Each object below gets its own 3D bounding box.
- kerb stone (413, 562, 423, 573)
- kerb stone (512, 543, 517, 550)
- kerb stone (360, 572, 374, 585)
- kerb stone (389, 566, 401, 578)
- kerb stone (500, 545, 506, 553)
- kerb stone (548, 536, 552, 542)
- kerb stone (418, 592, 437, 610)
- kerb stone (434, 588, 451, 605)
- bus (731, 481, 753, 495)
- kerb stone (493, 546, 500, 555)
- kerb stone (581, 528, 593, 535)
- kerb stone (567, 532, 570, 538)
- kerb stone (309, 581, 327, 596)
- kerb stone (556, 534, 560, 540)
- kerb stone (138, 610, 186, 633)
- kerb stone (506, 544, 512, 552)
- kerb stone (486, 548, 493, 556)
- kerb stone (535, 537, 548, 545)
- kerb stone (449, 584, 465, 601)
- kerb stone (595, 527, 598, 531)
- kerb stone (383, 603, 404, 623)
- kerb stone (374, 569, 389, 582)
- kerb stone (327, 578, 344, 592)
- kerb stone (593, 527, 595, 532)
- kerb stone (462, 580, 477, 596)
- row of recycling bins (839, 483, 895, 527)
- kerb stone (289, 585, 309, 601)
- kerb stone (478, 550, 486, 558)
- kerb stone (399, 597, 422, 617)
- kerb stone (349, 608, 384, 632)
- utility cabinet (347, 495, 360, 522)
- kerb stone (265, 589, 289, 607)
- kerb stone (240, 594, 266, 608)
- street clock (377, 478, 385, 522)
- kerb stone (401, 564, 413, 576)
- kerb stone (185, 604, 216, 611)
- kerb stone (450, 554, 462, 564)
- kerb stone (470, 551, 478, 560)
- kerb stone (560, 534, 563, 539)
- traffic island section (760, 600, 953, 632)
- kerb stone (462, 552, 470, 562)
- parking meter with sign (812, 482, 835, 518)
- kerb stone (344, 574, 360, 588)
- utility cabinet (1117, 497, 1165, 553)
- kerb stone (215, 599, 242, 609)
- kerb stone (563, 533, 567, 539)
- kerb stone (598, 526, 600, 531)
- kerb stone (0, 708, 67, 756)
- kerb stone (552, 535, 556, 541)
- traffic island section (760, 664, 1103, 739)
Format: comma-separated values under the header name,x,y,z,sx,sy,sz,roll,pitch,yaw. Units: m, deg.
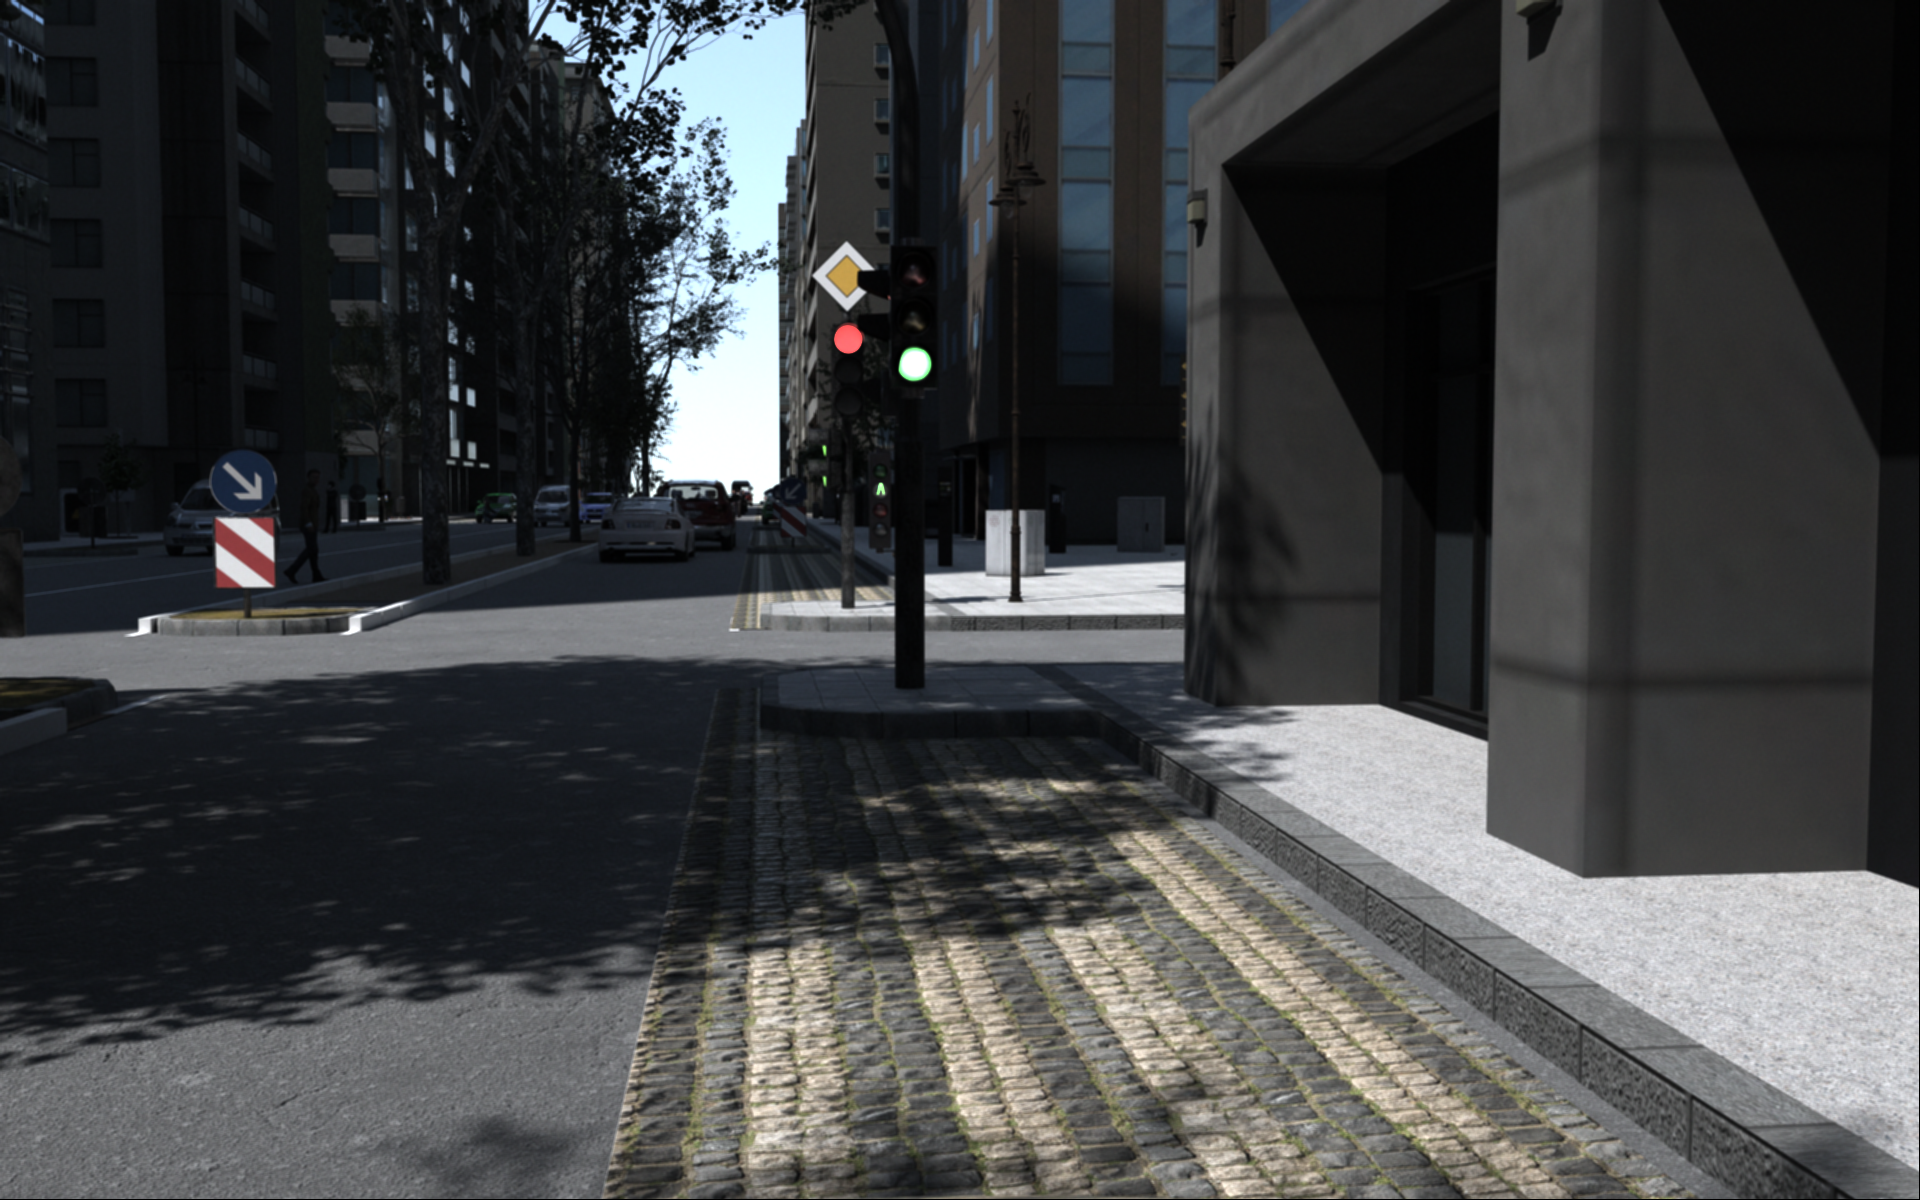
name,x,y,z,sx,sy,sz,roll,pitch,yaw
kerb stone,-9.966,-0.570,31.567,0.120,0.150,1.000,0,4,-7
kerb stone,-11.378,-1.321,43.796,0.120,0.150,1.000,0,4,-7
kerb stone,-9.507,-0.323,27.484,0.120,0.150,1.000,0,4,-7
kerb stone,-9.739,-0.447,29.528,0.120,0.150,1.000,0,4,-7
kerb stone,-11.141,-1.195,41.739,0.120,0.150,1.000,0,4,-7
kerb stone,-12.201,-1.750,50.947,0.120,0.150,1.000,0,4,-7
kerb stone,-6.710,0.037,21.595,0.120,0.150,1.000,0,4,-7
kerb stone,-6.835,-0.026,22.613,0.120,0.150,1.000,0,4,-7
bus,-30.788,-15.266,244.456,2.948,3.499,13.247,0,4,-6
kerb stone,-11.020,-1.126,40.718,0.120,0.150,1.000,0,4,-7
kerb stone,-13.602,-2.505,63.157,0.120,0.150,1.000,0,4,-7
kerb stone,-12.789,-2.064,56.026,0.120,0.150,1.000,0,4,-7
kerb stone,-9.149,-0.133,24.434,0.120,0.150,1.000,0,4,-7
kerb stone,-12.430,-1.883,52.980,0.120,0.150,1.000,0,4,-7
kerb stone,-8.446,0.237,18.315,0.120,0.150,1.000,0,4,-7
kerb stone,-11.268,-1.258,42.769,0.120,0.150,1.000,0,4,-7
kerb stone,-10.908,-1.062,39.702,0.120,0.150,1.000,0,4,-7
kerb stone,-12.085,-1.694,49.927,0.120,0.150,1.000,0,4,-7
kerb stone,-6.942,-0.088,23.632,0.120,0.150,1.000,0,4,-7
kerb stone,-13.848,-2.630,65.193,0.120,0.150,1.000,0,4,-7
kerb stone,-6.476,0.166,19.557,0.120,0.150,1.000,0,4,-7
kerb stone,-9.616,-0.383,28.501,0.120,0.150,1.000,0,4,-7
kerb stone,-9.275,-0.199,25.448,0.120,0.150,1.000,0,4,-7
kerb stone,-13.728,-2.568,64.179,0.120,0.150,1.000,0,4,-7
kerb stone,-7.062,-0.150,24.652,0.120,0.150,1.000,0,4,-7
row of recycling bins,-3.574,-3.746,68.360,1.069,1.692,3.534,-3,5,-40
kerb stone,-9.033,-0.074,23.412,0.120,0.150,1.000,0,4,-7
kerb stone,-10.791,-1.008,38.678,0.120,0.150,1.000,0,4,-7
kerb stone,-6.586,0.099,20.573,0.120,0.150,1.000,0,4,-7
kerb stone,-6.361,0.224,18.541,0.120,0.150,1.000,0,4,-7
utility cabinet,-27.772,-4.171,79.361,0.306,1.237,1.020,0,4,-6
kerb stone,-8.911,-0.012,22.392,0.120,0.150,1.000,0,4,-7
kerb stone,-8.799,0.052,21.370,0.120,0.150,1.000,0,4,-7
street clock,-26.175,-4.509,78.290,0.358,2.002,0.471,0,4,-6
kerb stone,-9.849,-0.511,30.551,0.120,0.150,1.000,0,4,-7
kerb stone,-8.558,0.175,19.336,0.120,0.150,1.000,0,4,-7
kerb stone,-10.440,-0.822,35.630,0.120,0.150,1.000,0,4,-7
kerb stone,-10.676,-0.946,37.662,0.120,0.150,1.000,0,4,-7
kerb stone,-12.559,-1.943,53.994,0.120,0.150,1.000,0,4,-7
traffic island section,-1.234,0.173,19.454,2.009,0.180,2.903,0,4,-7
kerb stone,-10.560,-0.877,36.648,0.120,0.150,1.000,0,4,-7
parking meter with sign,-6.934,-5.829,91.564,1.738,3.016,0.543,0,4,-4
kerb stone,-9.384,-0.261,26.464,0.120,0.150,1.000,0,4,-7
utility cabinet,3.982,-1.650,38.139,1.020,1.237,0.306,2,4,26
kerb stone,-8.677,0.113,20.352,0.120,0.150,1.000,0,4,-7
kerb stone,-12.672,-2.007,55.010,0.120,0.150,1.000,0,4,-7
kerb stone,-13.964,-2.692,66.209,0.120,0.150,1.000,0,4,-7
kerb stone,-5.363,0.753,9.892,0.120,0.150,1.000,0,4,-7
kerb stone,-12.314,-1.821,51.962,0.120,0.150,1.000,0,4,-7
traffic island section,-0.321,0.658,11.521,2.009,0.180,2.903,0,4,-7
